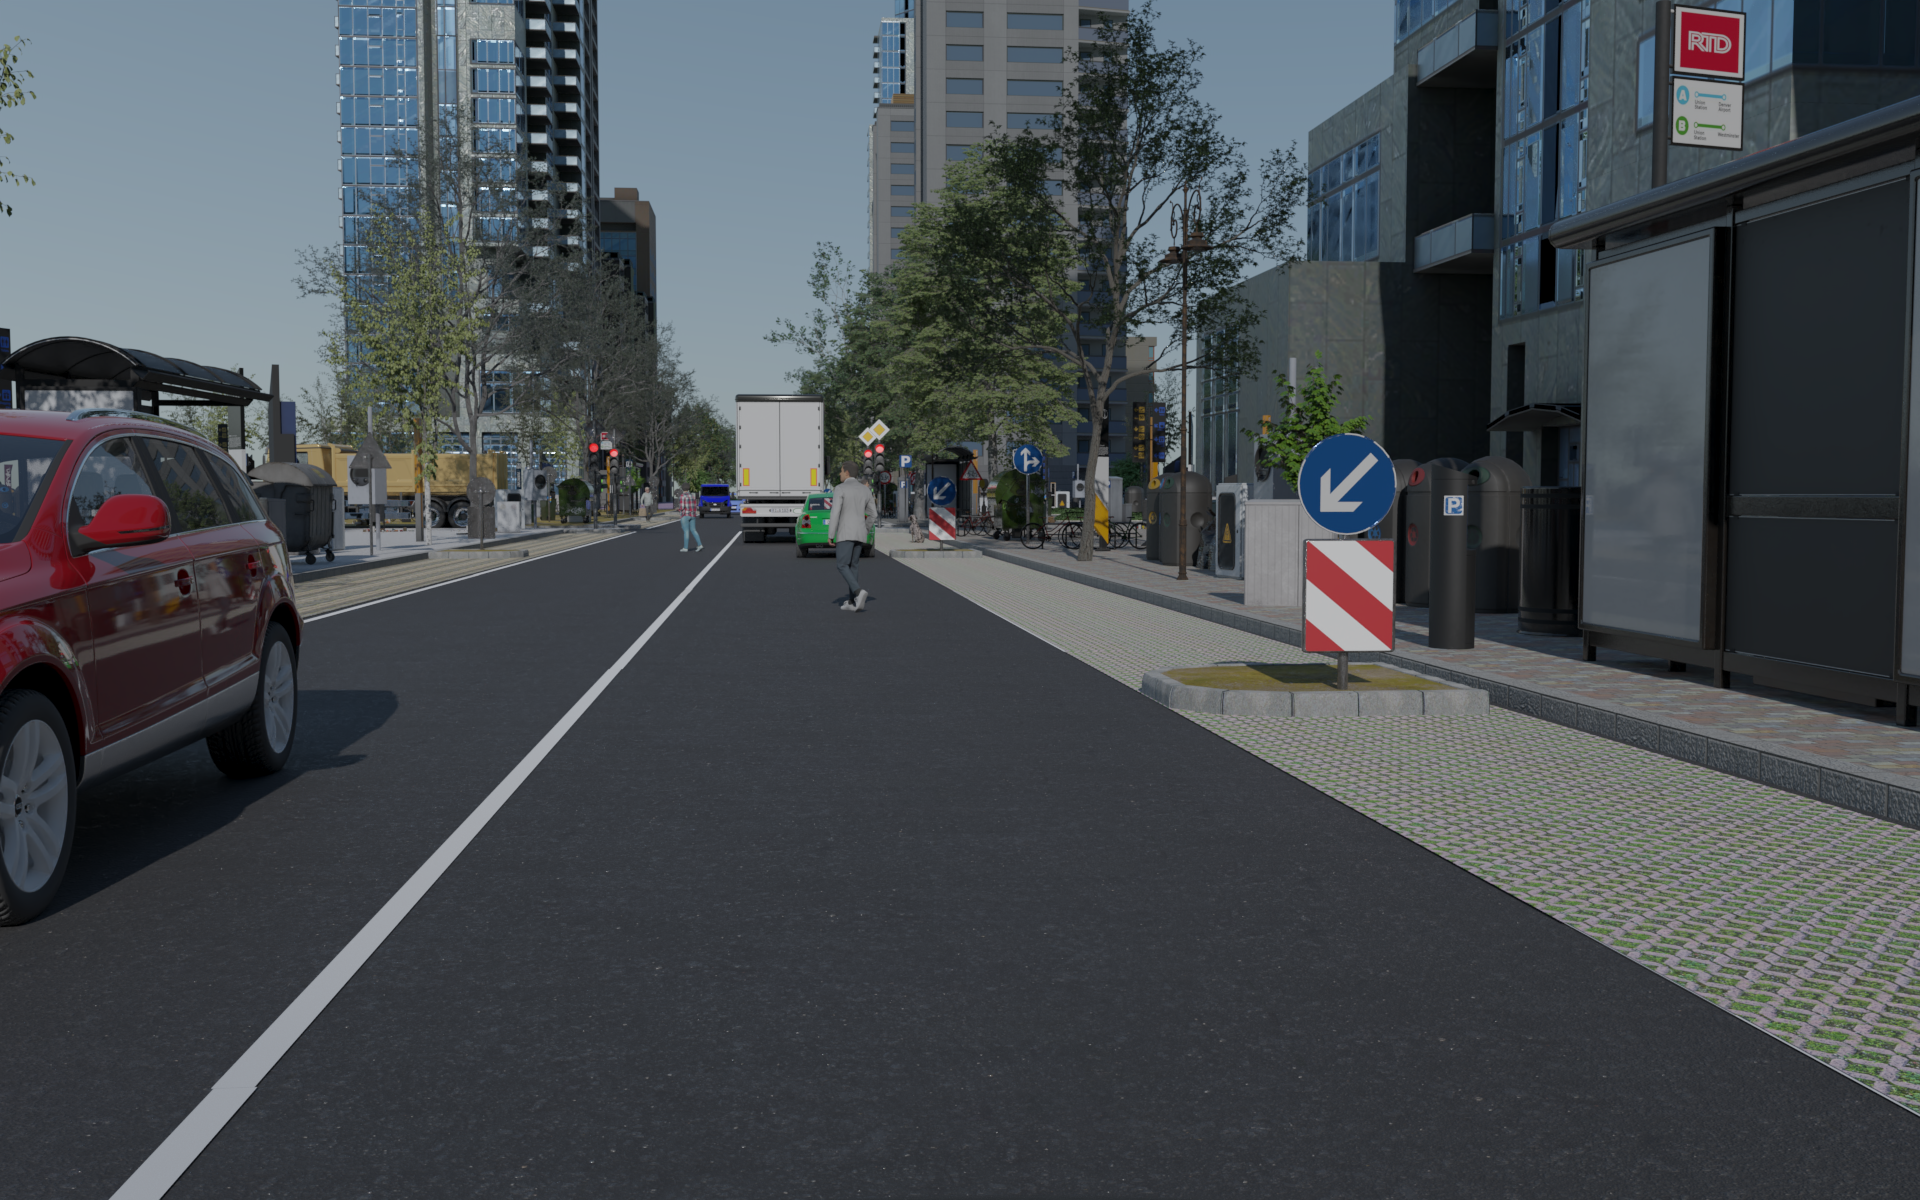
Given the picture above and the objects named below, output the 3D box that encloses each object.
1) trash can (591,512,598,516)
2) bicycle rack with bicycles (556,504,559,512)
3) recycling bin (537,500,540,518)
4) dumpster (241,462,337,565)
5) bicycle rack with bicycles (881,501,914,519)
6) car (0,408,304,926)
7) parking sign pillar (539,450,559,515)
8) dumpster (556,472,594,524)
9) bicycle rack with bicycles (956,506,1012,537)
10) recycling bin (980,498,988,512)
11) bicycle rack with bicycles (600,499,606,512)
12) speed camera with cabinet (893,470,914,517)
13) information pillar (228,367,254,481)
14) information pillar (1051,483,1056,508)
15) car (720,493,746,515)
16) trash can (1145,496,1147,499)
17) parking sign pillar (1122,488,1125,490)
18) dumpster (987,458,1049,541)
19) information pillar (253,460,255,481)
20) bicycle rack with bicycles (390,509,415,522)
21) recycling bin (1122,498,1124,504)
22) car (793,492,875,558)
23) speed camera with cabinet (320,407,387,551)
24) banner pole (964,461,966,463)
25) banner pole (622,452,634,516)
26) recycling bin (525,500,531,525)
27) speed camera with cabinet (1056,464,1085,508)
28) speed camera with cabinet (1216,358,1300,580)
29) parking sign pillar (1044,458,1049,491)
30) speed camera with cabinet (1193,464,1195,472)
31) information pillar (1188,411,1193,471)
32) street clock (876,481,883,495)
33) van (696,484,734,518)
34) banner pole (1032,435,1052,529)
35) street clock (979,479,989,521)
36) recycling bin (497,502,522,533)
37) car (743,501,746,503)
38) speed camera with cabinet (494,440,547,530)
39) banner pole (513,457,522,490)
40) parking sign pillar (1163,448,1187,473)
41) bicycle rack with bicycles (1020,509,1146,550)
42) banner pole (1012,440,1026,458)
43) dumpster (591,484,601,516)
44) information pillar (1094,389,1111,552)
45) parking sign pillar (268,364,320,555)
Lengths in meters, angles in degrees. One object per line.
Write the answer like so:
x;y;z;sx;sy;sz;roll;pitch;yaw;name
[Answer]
-21.567;-5.508;101.703;0.748;1.137;0.748;0;3;0;trash can
-29.317;-6.567;120.746;2.925;0.926;2.852;0;4;6;bicycle rack with bicycles
-23.406;-5.013;94.517;0.722;1.027;0.722;2;4;30;recycling bin
-12.347;-1.603;31.965;1.264;1.857;1.865;0;4;-6;dumpster
-2.596;-4.664;89.637;2.852;0.926;2.925;-2;4;-31;bicycle rack with bicycles
-4.305;0.084;7.301;2.281;1.827;5.304;0;4;-7;car
-25.274;-7.188;106.001;1.447;3.967;1.447;1;4;8;parking sign pillar
-16.839;-4.481;75.753;1.502;2.255;1.985;0;4;-6;dumpster
1.084;-2.434;53.182;2.925;0.926;2.852;0;4;-5;bicycle rack with bicycles
1.795;-6.591;120.318;0.722;1.027;0.722;1;4;17;recycling bin
-24.328;-6.621;121.637;2.852;0.926;2.925;0;4;-5;bicycle rack with bicycles
-3.284;-6.324;97.740;0.660;3.252;2.038;-1;4;-14;speed camera with cabinet
-13.454;-2.503;32.272;0.504;3.616;0.183;3;5;40;information pillar
6.052;-6.596;112.335;0.304;2.012;0.304;1;4;9;information pillar
-16.048;-6.864;121.820;1.945;1.707;3.694;0;4;-8;car
12.948;-6.503;117.983;0.748;1.137;0.748;0;3;0;trash can
13.567;-9.129;137.728;1.447;3.967;1.447;-1;4;-9;parking sign pillar
1.600;-2.776;47.881;1.502;2.255;1.985;0;4;-6;dumpster
-41.239;-6.686;100.674;0.504;3.616;0.183;-2;4;-30;information pillar
-25.613;-4.167;81.505;2.852;0.926;2.925;3;4;36;bicycle rack with bicycles
11.359;-6.850;124.556;0.722;1.027;0.722;1;4;17;recycling bin
-2.917;-1.930;40.356;1.959;1.807;4.718;0;4;-5;car
-14.055;-2.744;39.206;2.038;3.252;0.660;1;4;11;speed camera with cabinet
-0.247;-6.404;94.728;0.401;3.779;0.863;3;5;41;banner pole
-21.090;-7.319;109.685;0.863;3.779;0.401;-2;4;-26;banner pole
-18.374;-3.649;72.222;0.722;1.027;0.722;3;5;39;recycling bin
7.157;-7.307;113.809;2.038;3.252;0.660;-1;4;-15;speed camera with cabinet
4.478;-1.929;25.871;0.660;3.252;2.038;-1;4;-15;speed camera with cabinet
6.263;-8.658;130.026;1.447;3.967;1.447;-1;4;-18;parking sign pillar
16.052;-7.362;114.701;0.660;3.252;2.038;-2;4;-30;speed camera with cabinet
6.550;-3.540;49.232;0.183;3.616;0.504;1;4;14;information pillar
-4.455;-5.550;95.319;0.471;2.002;0.358;0;4;-1;street clock
-14.665;-6.077;103.745;2.240;2.365;5.245;0;4;-8;van
2.962;-4.459;62.919;0.863;3.779;0.401;-2;4;-27;banner pole
1.121;-4.690;81.257;0.358;2.002;0.471;-3;4;-36;street clock
-14.960;-2.749;57.496;0.722;1.027;0.722;-1;4;-10;recycling bin
-22.398;-10.465;183.681;1.945;1.354;3.894;0;4;-4;car
-15.908;-4.182;62.719;0.660;3.252;2.038;2;4;34;speed camera with cabinet
-29.825;-7.742;116.605;0.401;3.779;0.863;3;4;37;banner pole
12.759;-6.831;100.163;1.447;3.967;1.447;1;4;20;parking sign pillar
3.158;-1.664;40.591;2.925;0.926;2.852;1;4;23;bicycle rack with bicycles
2.796;-5.535;80.518;0.863;3.779;0.401;0;4;5;banner pole
-21.441;-5.771;100.122;1.264;1.857;1.865;0;4;-6;dumpster
3.147;-2.893;38.653;0.183;3.616;0.504;3;5;43;information pillar
-14.368;-2.950;36.697;1.447;3.967;1.447;-2;4;-26;parking sign pillar
